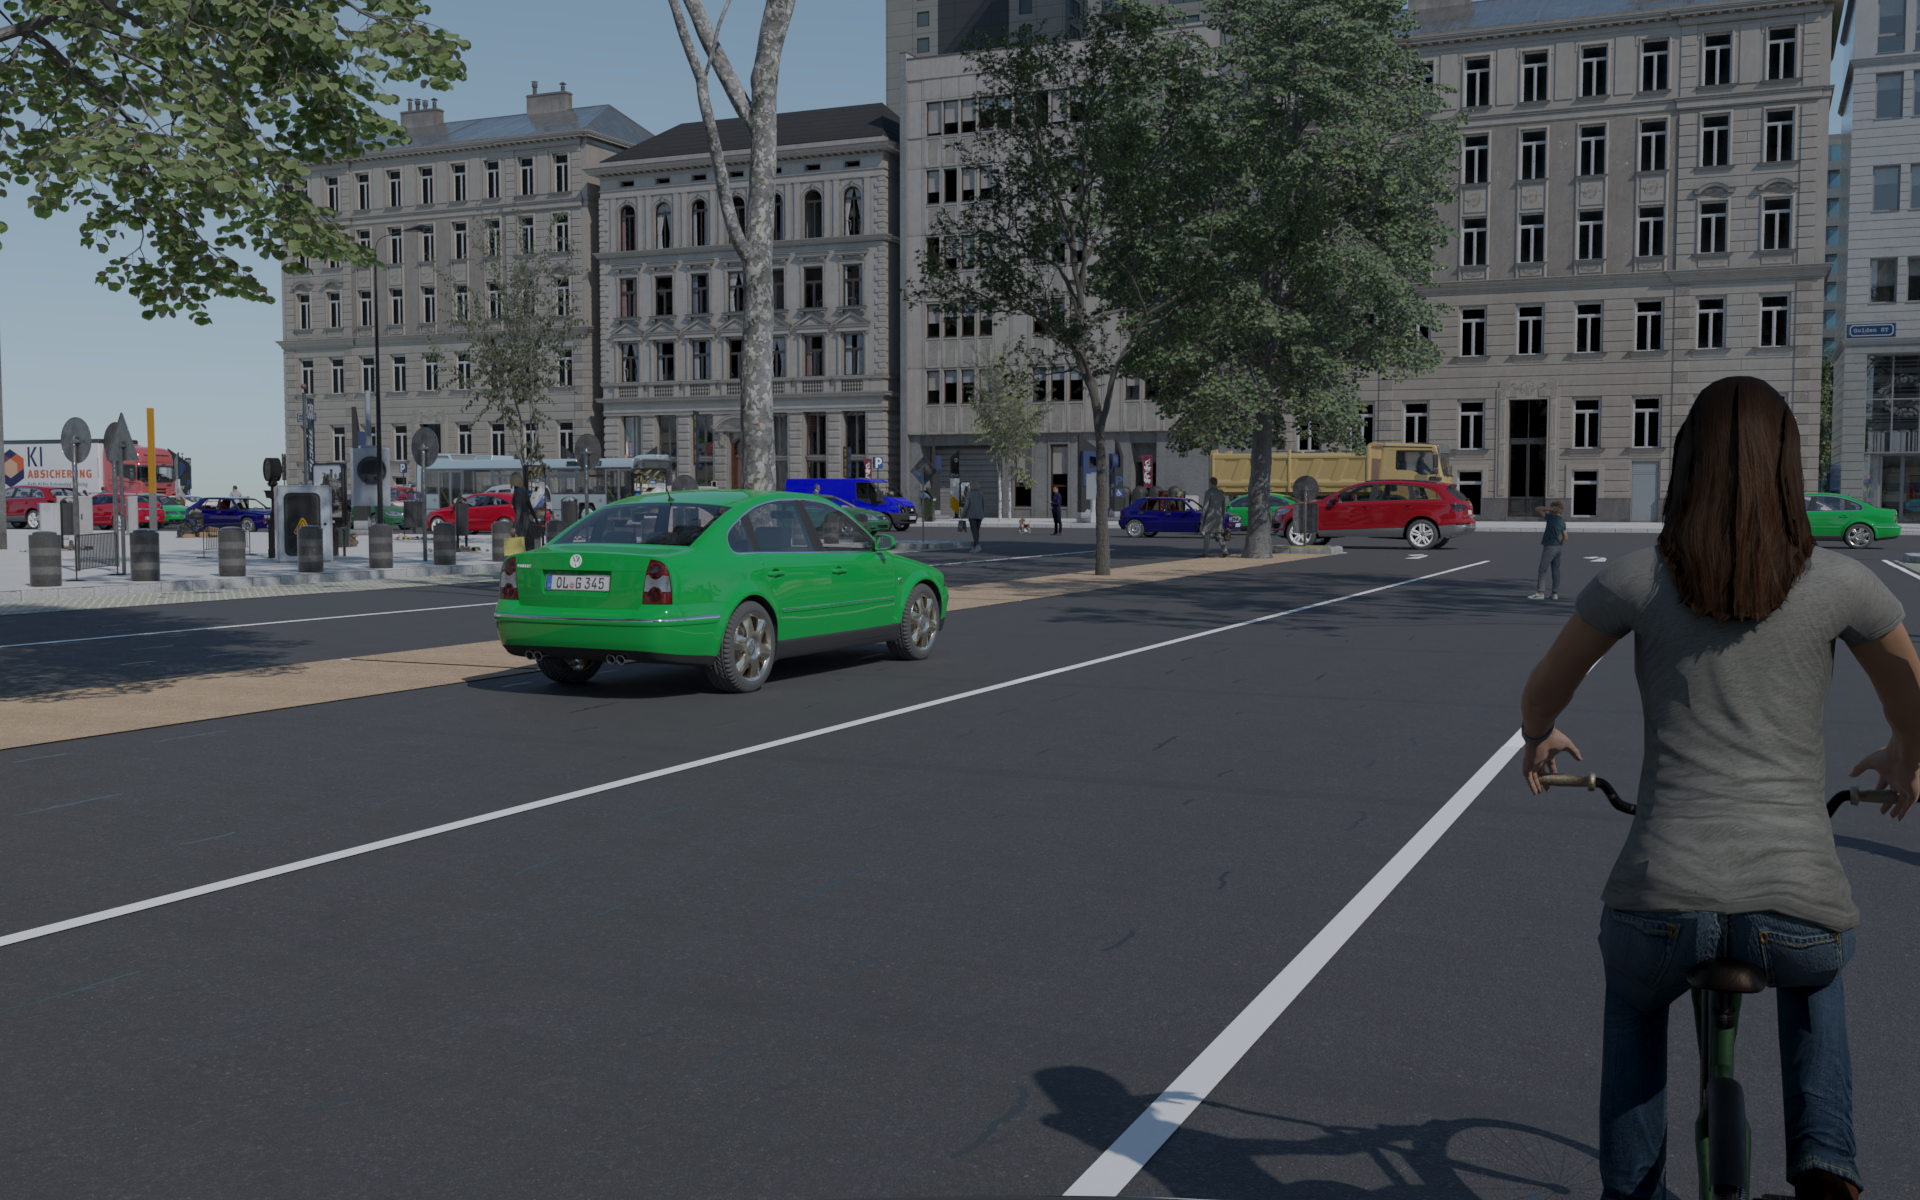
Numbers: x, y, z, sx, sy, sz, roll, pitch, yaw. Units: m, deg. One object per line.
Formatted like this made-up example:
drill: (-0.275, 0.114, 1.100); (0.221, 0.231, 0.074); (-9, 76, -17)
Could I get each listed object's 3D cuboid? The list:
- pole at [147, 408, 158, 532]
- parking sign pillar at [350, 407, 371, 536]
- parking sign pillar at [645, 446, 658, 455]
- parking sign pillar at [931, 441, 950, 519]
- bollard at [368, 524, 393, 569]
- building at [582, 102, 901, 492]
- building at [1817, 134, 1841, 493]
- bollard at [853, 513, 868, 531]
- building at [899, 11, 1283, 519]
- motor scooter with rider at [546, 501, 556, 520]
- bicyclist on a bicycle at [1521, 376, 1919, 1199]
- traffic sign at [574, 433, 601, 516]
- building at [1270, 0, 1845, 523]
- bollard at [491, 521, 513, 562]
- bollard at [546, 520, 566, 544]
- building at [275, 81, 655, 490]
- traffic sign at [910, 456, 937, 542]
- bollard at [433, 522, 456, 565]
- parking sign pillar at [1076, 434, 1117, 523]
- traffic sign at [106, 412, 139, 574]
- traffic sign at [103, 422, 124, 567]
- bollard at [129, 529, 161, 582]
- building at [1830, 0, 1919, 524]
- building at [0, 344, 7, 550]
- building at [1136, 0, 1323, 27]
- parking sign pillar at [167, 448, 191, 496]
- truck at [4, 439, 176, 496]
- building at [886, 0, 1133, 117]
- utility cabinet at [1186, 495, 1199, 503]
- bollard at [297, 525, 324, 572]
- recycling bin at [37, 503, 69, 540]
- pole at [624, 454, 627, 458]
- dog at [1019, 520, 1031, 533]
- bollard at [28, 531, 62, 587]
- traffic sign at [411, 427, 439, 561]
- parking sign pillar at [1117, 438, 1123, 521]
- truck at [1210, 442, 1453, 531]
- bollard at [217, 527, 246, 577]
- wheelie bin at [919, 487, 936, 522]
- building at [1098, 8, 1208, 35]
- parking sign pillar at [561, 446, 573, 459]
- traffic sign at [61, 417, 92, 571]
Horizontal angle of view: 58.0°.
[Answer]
pole: (-19.173, -2.891, 41.109); (0.158, 3.312, 0.155); (0, 3, 0)
parking sign pillar: (-18.699, -4.015, 54.119); (1.447, 3.967, 1.447); (-1, 4, -14)
parking sign pillar: (-17.588, -6.631, 96.890); (1.447, 3.967, 1.447); (-2, 4, -29)
parking sign pillar: (-1.227, -6.099, 88.189); (1.447, 3.967, 1.447); (0, 4, -3)
bollard: (-10.025, -0.933, 29.975); (0.404, 0.777, 0.398); (0, 3, 0)
building: (-10.569, -16.693, 101.814); (19.941, 23.489, 11.050); (2, 4, 24)
building: (107.587, -37.383, 230.819); (30.456, 49.044, 23.786); (2, 4, 24)
bollard: (-2.653, -1.922, 46.142); (0.404, 0.777, 0.398); (0, 3, 0)
building: (8.318, -16.906, 94.441); (19.932, 24.808, 12.078); (2, 4, 24)
motor scooter with rider: (-16.384, -3.544, 66.905); (1.986, 1.779, 0.876); (1, 4, 23)
bicyclist on a bicycle: (1.226, 0.443, 2.786); (1.499, 1.676, 1.625); (1, 4, 23)
traffic sign: (-7.855, -2.222, 36.443); (0.768, 2.556, 0.104); (2, 4, 34)
building: (28.451, -17.552, 84.245); (25.104, 27.353, 12.463); (2, 4, 24)
bollard: (-8.691, -1.112, 32.901); (0.404, 0.777, 0.398); (0, 3, 0)
bollard: (-8.016, -1.203, 34.378); (0.404, 0.777, 0.398); (0, 3, 0)
building: (-30.567, -19.257, 112.109); (25.104, 27.353, 12.463); (2, 4, 24)
traffic sign: (-0.975, -2.591, 45.997); (0.795, 2.450, 0.064); (2, 4, 24)
bollard: (-9.355, -1.023, 31.437); (0.404, 0.777, 0.398); (0, 3, 0)
parking sign pillar: (5.963, -5.479, 78.049); (1.447, 3.967, 1.447); (-1, 4, -22)
traffic sign: (-13.362, -1.689, 27.612); (0.884, 2.594, 0.081); (2, 4, 33)
traffic sign: (-14.920, -1.864, 30.583); (0.768, 2.556, 0.104); (2, 4, 34)
bollard: (-12.033, -0.664, 25.569); (0.404, 0.777, 0.398); (0, 3, 0)
building: (53.784, -18.074, 73.008); (29.804, 29.767, 11.434); (2, 4, 24)
building: (-33.597, -13.455, 38.013); (19.932, 24.808, 12.078); (2, 4, 24)
building: (25.184, -44.378, 163.837); (20.563, 71.187, 20.611); (2, 4, 24)
parking sign pillar: (-46.153, -6.957, 102.215); (1.447, 3.967, 1.447); (0, 4, 5)
truck: (-45.143, -6.159, 89.619); (11.283, 4.237, 2.839); (1, 4, 22)
building: (5.643, -45.988, 190.158); (20.611, 71.187, 20.563); (2, 4, 24)
utility cabinet: (10.468, -4.194, 79.739); (1.020, 1.237, 0.306); (-1, 4, -18)
bollard: (-10.691, -0.843, 28.506); (0.404, 0.777, 0.398); (0, 3, 0)
recycling bin: (-25.430, -2.203, 48.580); (0.722, 1.027, 0.722); (-2, 4, -32)
pole: (-17.195, -5.835, 89.252); (0.158, 3.312, 0.155); (0, 3, 0)
dog: (2.364, -2.678, 63.070); (0.406, 0.507, 0.540); (1, 4, 9)
bollard: (-12.715, -0.572, 24.072); (0.404, 0.777, 0.398); (0, 3, 0)
traffic sign: (-10.219, -2.013, 33.024); (0.768, 2.556, 0.104); (2, 4, 33)
parking sign pillar: (7.410, -5.731, 82.172); (1.447, 3.967, 1.447); (0, 4, -7)
truck: (14.613, -4.298, 66.191); (9.791, 3.379, 3.469); (1, 4, 23)
bollard: (-11.366, -0.753, 27.032); (0.404, 0.777, 0.398); (0, 3, 0)
wheelie bin: (-1.495, -4.419, 80.158); (0.693, 1.594, 0.980); (1, 4, 12)
building: (19.773, -28.376, 147.548); (14.154, 41.232, 14.086); (2, 4, 24)
parking sign pillar: (-21.606, -6.618, 96.671); (1.447, 3.967, 1.447); (0, 4, 3)
traffic sign: (-14.635, -1.746, 28.654); (0.768, 2.556, 0.104); (2, 4, 28)
